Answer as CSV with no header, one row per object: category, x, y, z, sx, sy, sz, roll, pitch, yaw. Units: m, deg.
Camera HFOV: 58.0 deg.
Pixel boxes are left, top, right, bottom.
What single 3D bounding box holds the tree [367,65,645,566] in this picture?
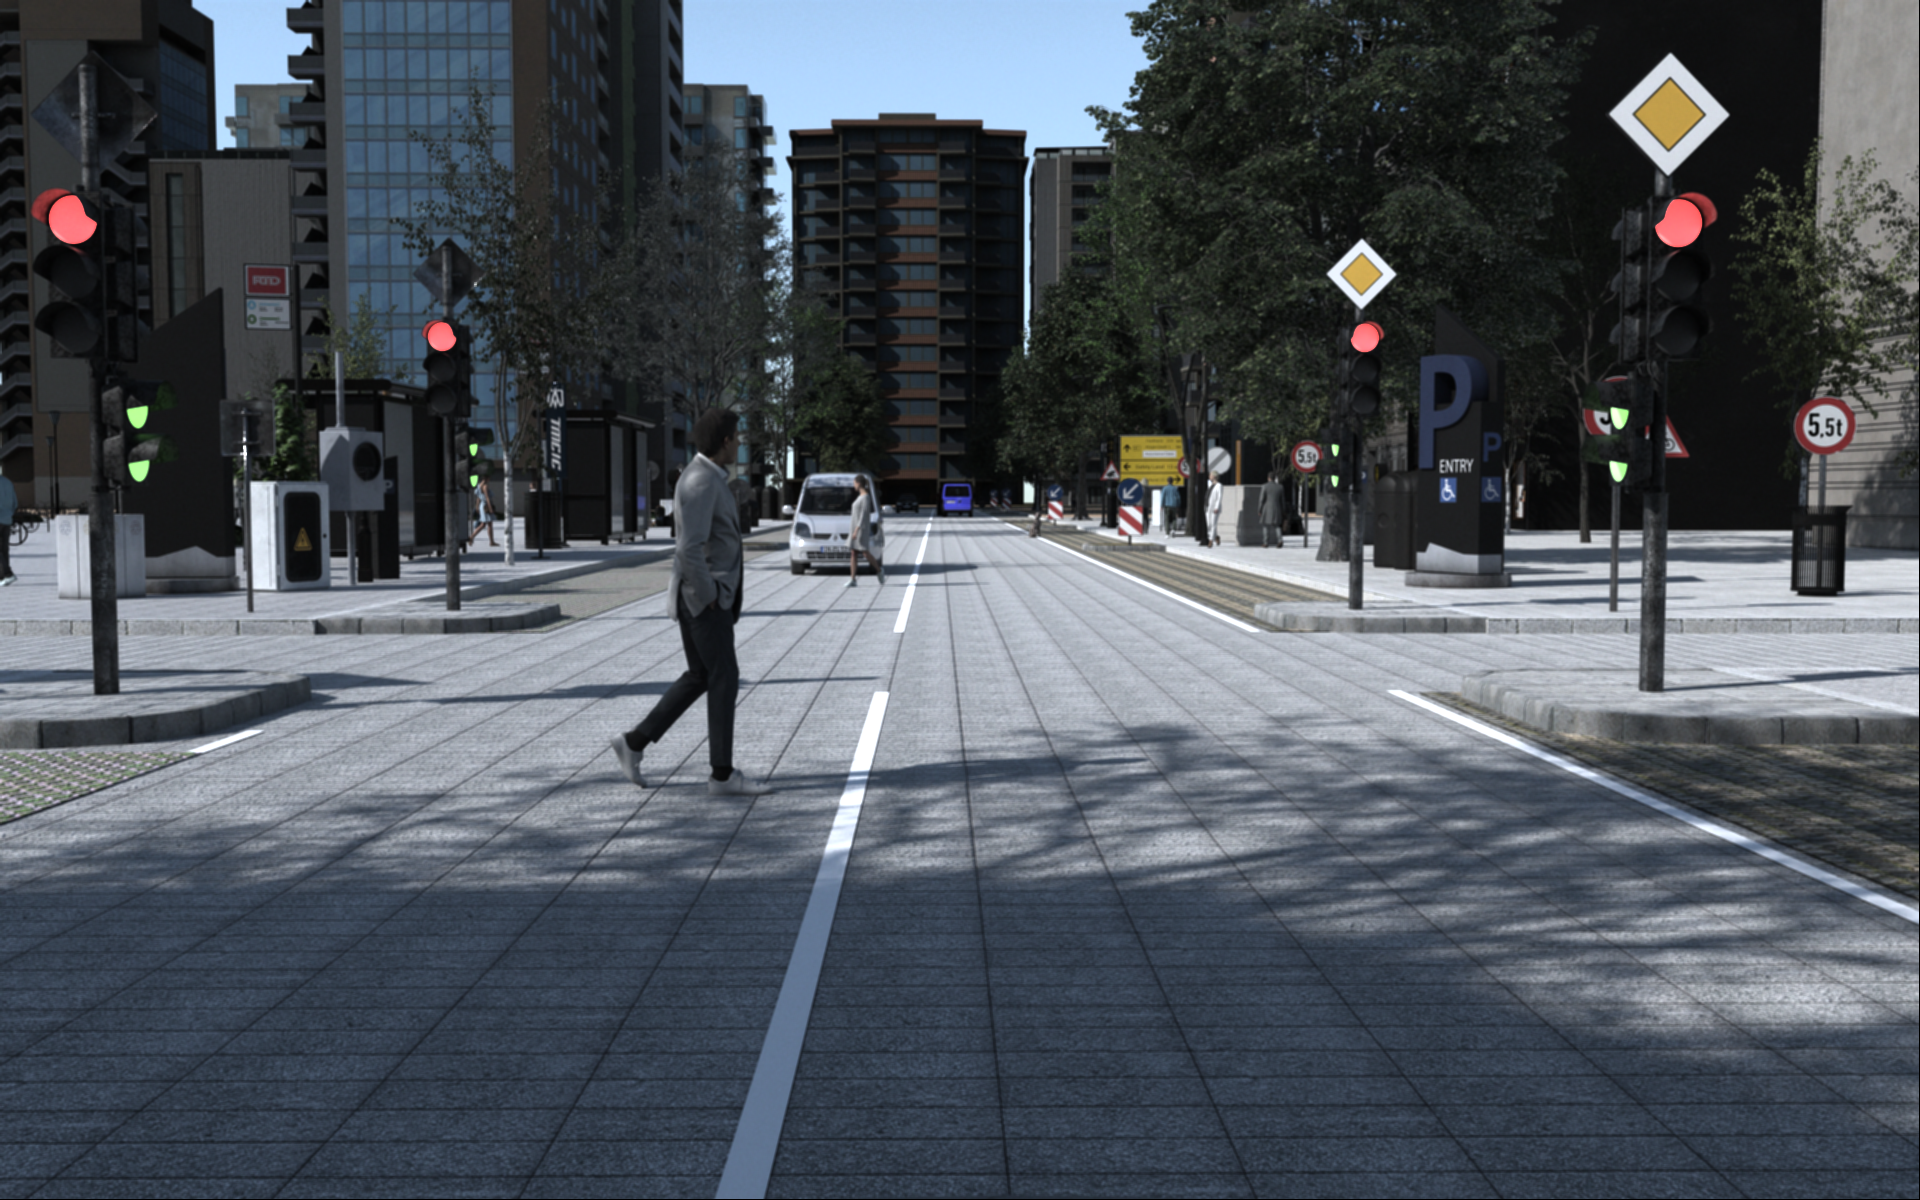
tree,-7.838,-4.922,30.832,4.360,8.622,3.978,0,3,0

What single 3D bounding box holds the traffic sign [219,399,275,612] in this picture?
traffic sign,-7.709,-1.017,18.756,0.606,2.300,0.079,0,4,5

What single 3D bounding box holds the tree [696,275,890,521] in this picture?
tree,-8.627,-9.635,83.288,9.928,11.665,9.643,0,3,0

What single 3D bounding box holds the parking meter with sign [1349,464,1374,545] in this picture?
parking meter with sign,10.025,-2.925,44.080,0.543,3.016,1.738,-1,4,-18

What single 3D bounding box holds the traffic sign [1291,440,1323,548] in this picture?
traffic sign,8.256,-2.518,41.272,0.768,2.556,0.104,0,4,3

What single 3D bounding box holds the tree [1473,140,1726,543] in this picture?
tree,16.140,-6.784,45.328,7.601,10.594,8.767,0,4,-2

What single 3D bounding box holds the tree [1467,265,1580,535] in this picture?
tree,17.032,-6.311,53.544,4.360,8.622,3.978,0,3,0

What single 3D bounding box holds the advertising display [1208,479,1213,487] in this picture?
advertising display,10.368,-4.214,74.120,0.974,1.923,0.123,2,4,35

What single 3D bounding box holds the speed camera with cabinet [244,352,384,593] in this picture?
speed camera with cabinet,-8.714,-1.780,23.445,0.660,3.252,2.038,1,4,23

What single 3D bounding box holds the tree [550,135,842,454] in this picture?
tree,-8.731,-9.079,58.817,12.009,13.543,11.850,0,3,0

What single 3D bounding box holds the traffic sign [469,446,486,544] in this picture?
traffic sign,-12.648,-2.734,44.800,0.768,2.556,0.104,0,4,2

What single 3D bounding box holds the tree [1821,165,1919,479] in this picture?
tree,16.948,-4.793,28.727,4.360,8.622,3.978,0,3,0

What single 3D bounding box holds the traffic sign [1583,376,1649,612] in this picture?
traffic sign,7.136,-1.145,18.835,0.768,2.556,0.104,0,4,4

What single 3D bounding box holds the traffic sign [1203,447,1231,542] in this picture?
traffic sign,6.901,-2.842,46.569,0.768,2.556,0.104,1,4,8

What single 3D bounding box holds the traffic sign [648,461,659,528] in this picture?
traffic sign,-11.827,-4.027,65.951,0.768,2.556,0.104,0,4,4

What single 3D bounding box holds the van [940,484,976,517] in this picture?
van,-0.139,-6.318,107.682,2.240,2.365,5.245,0,4,1

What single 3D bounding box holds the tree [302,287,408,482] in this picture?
tree,-21.883,-6.838,62.168,4.737,8.622,4.395,0,3,0

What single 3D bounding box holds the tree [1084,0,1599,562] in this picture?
tree,7.216,-7.715,32.796,9.857,13.997,8.962,0,3,0

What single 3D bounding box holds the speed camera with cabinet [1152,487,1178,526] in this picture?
speed camera with cabinet,8.504,-4.589,69.367,0.660,3.252,2.038,3,5,41

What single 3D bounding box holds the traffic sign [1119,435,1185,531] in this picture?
traffic sign,6.606,-4.018,59.567,2.265,3.308,0.079,0,4,5

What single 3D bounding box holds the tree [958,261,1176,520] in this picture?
tree,6.055,-10.231,84.282,9.611,12.733,9.660,0,3,0

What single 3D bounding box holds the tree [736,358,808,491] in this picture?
tree,-9.870,-8.667,92.063,4.360,8.622,3.978,0,3,0

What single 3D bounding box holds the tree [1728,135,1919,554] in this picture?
tree,18.111,-5.273,36.583,4.737,8.622,4.395,0,3,0

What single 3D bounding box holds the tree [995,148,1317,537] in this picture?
tree,6.916,-7.710,51.813,9.928,11.665,9.643,0,3,0

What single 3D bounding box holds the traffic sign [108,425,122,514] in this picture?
traffic sign,-12.107,-1.524,25.024,0.768,2.556,0.104,0,4,6

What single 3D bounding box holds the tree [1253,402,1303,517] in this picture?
tree,16.149,-8.040,81.822,4.360,8.622,3.978,0,3,0

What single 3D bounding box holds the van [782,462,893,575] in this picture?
van,-2.255,-1.538,32.156,2.013,2.044,4.112,0,4,-3

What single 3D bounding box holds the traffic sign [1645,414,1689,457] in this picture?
traffic sign,10.136,-1.540,25.191,0.884,2.594,0.081,0,4,0

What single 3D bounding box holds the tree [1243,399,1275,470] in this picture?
tree,13.061,-7.335,70.291,4.737,8.622,4.395,0,3,0

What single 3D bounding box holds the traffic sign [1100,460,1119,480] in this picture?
traffic sign,5.817,-4.073,66.593,0.884,2.594,0.081,0,4,2

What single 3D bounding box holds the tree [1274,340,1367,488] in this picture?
tree,14.418,-6.992,64.688,4.737,8.622,4.395,0,3,0

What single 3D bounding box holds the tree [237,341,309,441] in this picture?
tree,-32.404,-8.108,82.934,4.360,8.622,3.978,0,3,0

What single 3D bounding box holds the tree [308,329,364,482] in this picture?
tree,-25.728,-7.721,76.605,4.360,8.622,3.978,0,3,0

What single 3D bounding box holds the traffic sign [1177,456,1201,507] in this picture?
traffic sign,7.390,-3.415,55.946,0.768,2.556,0.104,0,4,0

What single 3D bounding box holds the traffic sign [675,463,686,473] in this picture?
traffic sign,-11.738,-4.465,72.743,0.795,2.593,0.064,0,4,8

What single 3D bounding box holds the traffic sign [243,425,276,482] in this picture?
traffic sign,-9.862,-1.464,24.045,0.768,2.556,0.104,0,4,6

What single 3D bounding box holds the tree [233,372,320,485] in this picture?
tree,-10.632,-2.006,27.401,1.663,3.219,1.824,0,3,0

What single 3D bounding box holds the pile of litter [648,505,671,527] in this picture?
pile of litter,-11.916,-3.280,67.601,1.719,0.858,1.176,-3,4,-38

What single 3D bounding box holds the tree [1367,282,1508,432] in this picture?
tree,17.142,-6.656,59.181,4.737,8.622,4.395,0,3,0

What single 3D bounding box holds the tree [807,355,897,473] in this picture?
tree,-8.934,-13.590,140.330,7.486,12.596,7.792,0,3,0

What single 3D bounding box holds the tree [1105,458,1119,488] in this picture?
tree,6.891,-4.893,74.598,1.663,3.219,1.824,0,3,0

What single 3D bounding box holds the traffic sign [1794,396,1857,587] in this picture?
traffic sign,11.254,-1.377,22.612,0.768,2.556,0.104,1,4,8

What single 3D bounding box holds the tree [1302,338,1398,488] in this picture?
tree,17.301,-7.669,75.751,4.360,8.622,3.978,0,3,0

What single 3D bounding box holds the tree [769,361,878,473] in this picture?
tree,-8.745,-10.602,107.751,7.601,10.594,8.767,1,4,12
